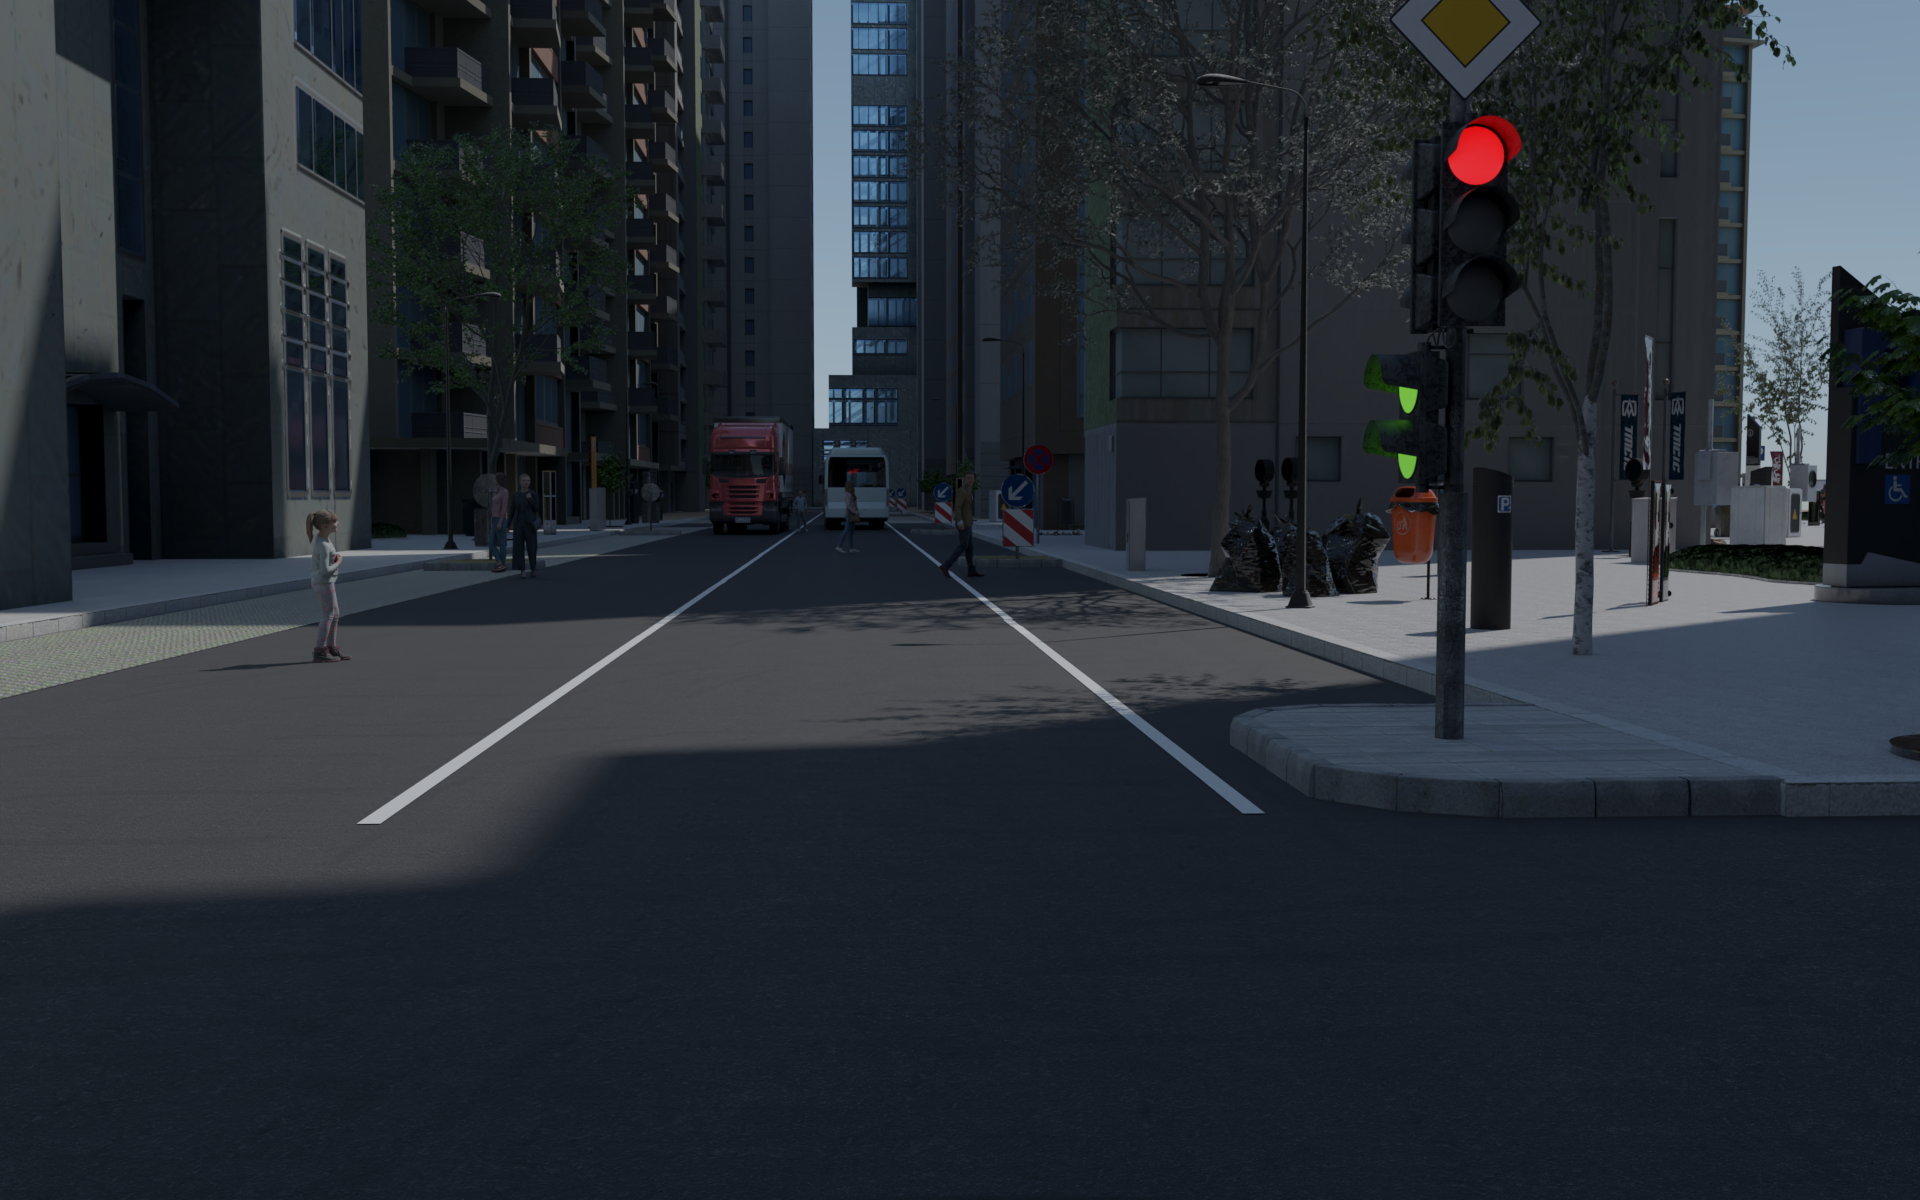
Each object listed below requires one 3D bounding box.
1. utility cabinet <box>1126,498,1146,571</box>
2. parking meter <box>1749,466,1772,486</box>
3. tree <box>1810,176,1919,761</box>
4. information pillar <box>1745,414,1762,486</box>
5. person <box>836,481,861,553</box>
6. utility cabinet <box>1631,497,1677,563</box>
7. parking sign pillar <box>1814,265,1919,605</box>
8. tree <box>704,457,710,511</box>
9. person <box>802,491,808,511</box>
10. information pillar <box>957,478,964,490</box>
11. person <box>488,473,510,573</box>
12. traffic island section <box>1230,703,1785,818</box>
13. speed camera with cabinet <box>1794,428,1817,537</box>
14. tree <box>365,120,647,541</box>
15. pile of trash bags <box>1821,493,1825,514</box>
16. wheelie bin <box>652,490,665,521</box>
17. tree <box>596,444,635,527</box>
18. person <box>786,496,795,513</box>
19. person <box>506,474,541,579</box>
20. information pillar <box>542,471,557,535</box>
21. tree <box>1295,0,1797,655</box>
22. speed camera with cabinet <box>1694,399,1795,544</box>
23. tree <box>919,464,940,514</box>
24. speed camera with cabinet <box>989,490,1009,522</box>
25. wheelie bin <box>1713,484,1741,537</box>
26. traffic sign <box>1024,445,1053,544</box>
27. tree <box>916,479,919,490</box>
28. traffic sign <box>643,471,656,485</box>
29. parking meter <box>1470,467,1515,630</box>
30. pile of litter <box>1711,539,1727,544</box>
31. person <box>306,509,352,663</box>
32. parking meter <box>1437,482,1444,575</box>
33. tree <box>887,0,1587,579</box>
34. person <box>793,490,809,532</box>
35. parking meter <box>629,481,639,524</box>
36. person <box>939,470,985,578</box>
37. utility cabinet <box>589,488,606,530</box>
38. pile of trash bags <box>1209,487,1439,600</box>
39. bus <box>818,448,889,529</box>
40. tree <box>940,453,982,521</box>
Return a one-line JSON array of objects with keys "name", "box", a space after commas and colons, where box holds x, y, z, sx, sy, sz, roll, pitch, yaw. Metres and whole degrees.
[{"name": "utility cabinet", "box": [2.962, -1.108, 29.275, 0.306, 1.237, 1.020, 0, 4, 3]}, {"name": "parking meter", "box": [17.048, -1.909, 36.917, 0.255, 1.863, 0.399, -2, 4, -27]}, {"name": "tree", "box": [4.998, -0.845, 8.412, 1.663, 3.219, 1.824, 0, 3, 0]}, {"name": "information pillar", "box": [23.056, -3.611, 50.389, 0.183, 3.616, 0.504, -1, 4, -22]}, {"name": "person", "box": [-2.743, -2.031, 42.303, 0.643, 1.750, 0.593, -1, 4, -12]}, {"name": "utility cabinet", "box": [12.900, -1.289, 32.237, 0.306, 1.237, 1.020, -1, 4, -11]}, {"name": "parking sign pillar", "box": [11.003, -1.963, 20.568, 1.447, 3.967, 1.447, -1, 4, -12]}, {"name": "tree", "box": [-18.778, -9.085, 132.248, 4.285, 4.588, 4.351, 0, 3, 0]}, {"name": "person", "box": [-13.554, -8.603, 149.952, 1.217, 1.735, 0.721, 3, 4, 39]}, {"name": "information pillar", "box": [0.011, -4.557, 79.003, 0.304, 2.012, 0.304, 1, 4, 9]}, {"name": "person", "box": [-8.389, -1.405, 31.488, 0.388, 1.821, 0.555, -3, 4, -39]}, {"name": "traffic island section", "box": [2.597, 0.805, 9.117, 2.009, 0.180, 2.903, 0, 4, -4]}, {"name": "speed camera with cabinet", "box": [24.899, -3.509, 51.701, 2.038, 3.252, 0.660, -3, 5, -43]}, {"name": "tree", "box": [-12.741, -7.449, 47.544, 9.928, 11.665, 9.643, 0, 3, 0]}, {"name": "pile of trash bags", "box": [34.455, -3.443, 66.048, 1.912, 1.369, 3.447, -2, 4, -28]}, {"name": "wheelie bin", "box": [-14.583, -4.606, 83.222, 0.693, 1.594, 0.980, 0, 4, 7]}, {"name": "tree", "box": [-13.404, -4.423, 66.918, 1.663, 3.219, 1.824, 0, 3, 0]}, {"name": "person", "box": [-12.870, -7.535, 132.405, 0.721, 1.736, 1.217, 3, 5, 39]}, {"name": "person", "box": [-7.423, -1.258, 29.494, 0.576, 1.772, 0.534, -1, 4, -18]}, {"name": "information pillar", "box": [-12.924, -3.060, 54.530, 0.304, 2.012, 0.304, 1, 4, 21]}, {"name": "tree", "box": [4.763, -3.874, 13.698, 4.360, 8.622, 3.978, 0, 3, 0]}, {"name": "speed camera with cabinet", "box": [16.026, -2.522, 35.569, 0.660, 3.252, 2.038, -1, 4, -18]}, {"name": "tree", "box": [-1.525, -7.188, 112.125, 1.663, 3.219, 1.824, 0, 3, 0]}, {"name": "speed camera with cabinet", "box": [2.350, -5.247, 80.124, 2.038, 3.252, 0.660, -2, 4, -32]}, {"name": "wheelie bin", "box": [23.028, -2.685, 51.815, 0.980, 1.594, 0.693, 0, 4, 5]}, {"name": "traffic sign", "box": [2.017, -2.728, 44.705, 0.768, 2.556, 0.104, 0, 4, -2]}, {"name": "tree", "box": [-2.350, -7.664, 119.914, 1.663, 3.219, 1.824, 0, 3, 0]}, {"name": "traffic sign", "box": [-13.935, -4.627, 77.774, 0.606, 2.300, 0.079, 0, 4, 1]}, {"name": "parking meter", "box": [5.059, -0.493, 16.476, 0.372, 1.533, 0.369, 0, 3, 0]}, {"name": "pile of litter", "box": [18.640, -1.810, 43.567, 1.176, 0.858, 1.719, 1, 4, 14]}, {"name": "person", "box": [-5.389, -0.123, 14.792, 0.394, 1.301, 0.425, -3, 5, -39]}, {"name": "parking meter", "box": [7.756, -1.162, 27.416, 0.372, 1.533, 0.369, 0, 3, 0]}, {"name": "tree", "box": [4.158, -7.098, 26.427, 12.009, 13.543, 11.850, 0, 3, 0]}, {"name": "person", "box": [-6.060, -3.395, 65.819, 0.589, 1.601, 0.330, -1, 4, -13]}, {"name": "parking meter", "box": [-14.125, -4.242, 75.061, 0.255, 1.863, 0.399, 2, 4, 32]}, {"name": "person", "box": [0.054, -1.306, 29.771, 0.836, 1.842, 0.656, -1, 4, -17]}, {"name": "utility cabinet", "box": [-12.690, -3.176, 60.602, 0.318, 1.500, 1.173, 0, 4, 2]}, {"name": "pile of trash bags", "box": [4.781, -0.758, 22.143, 1.912, 1.369, 3.447, -2, 4, -31]}, {"name": "bus", "box": [-4.641, -4.903, 75.031, 2.948, 3.499, 13.247, 0, 4, -5]}, {"name": "tree", "box": [0.181, -5.355, 82.149, 1.663, 3.219, 1.824, 0, 3, 0]}]
